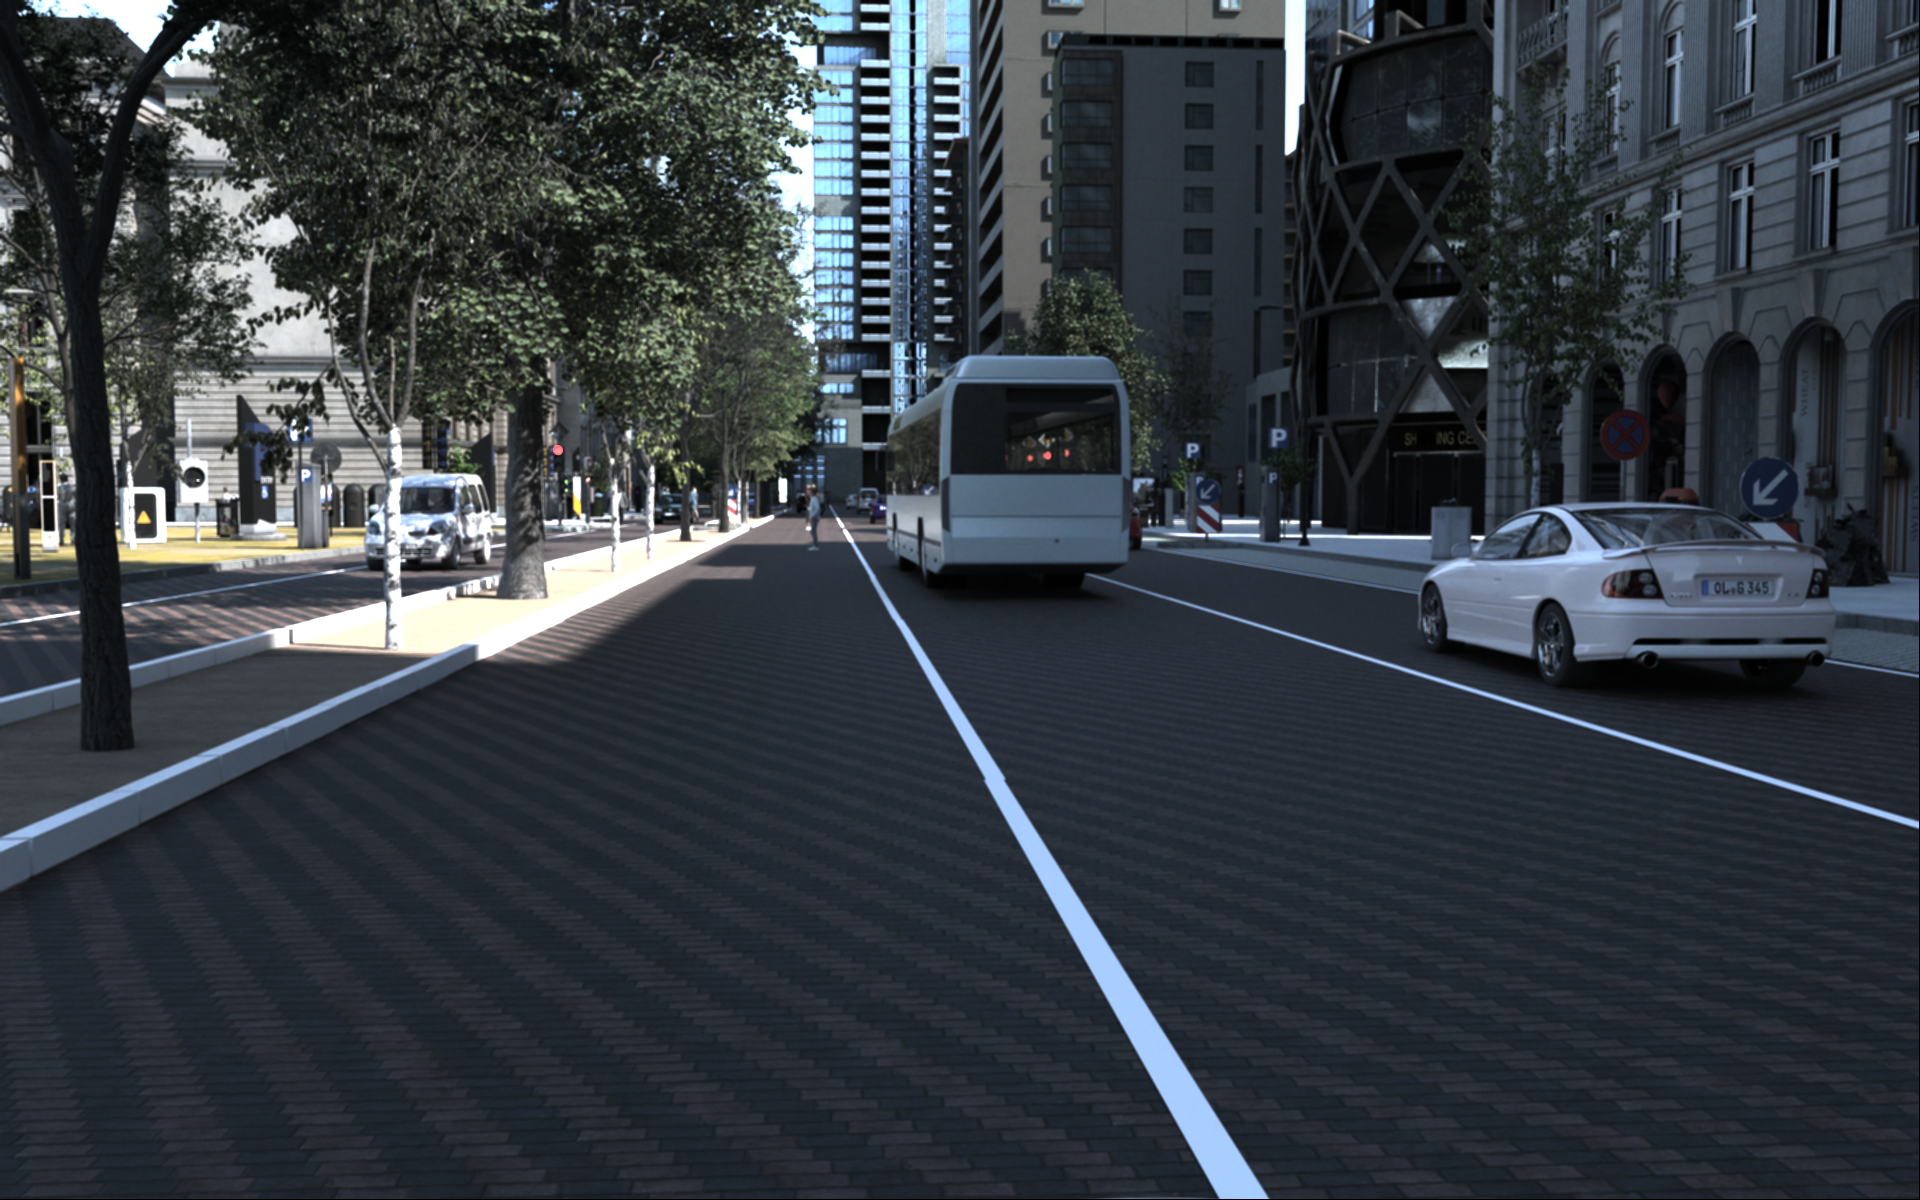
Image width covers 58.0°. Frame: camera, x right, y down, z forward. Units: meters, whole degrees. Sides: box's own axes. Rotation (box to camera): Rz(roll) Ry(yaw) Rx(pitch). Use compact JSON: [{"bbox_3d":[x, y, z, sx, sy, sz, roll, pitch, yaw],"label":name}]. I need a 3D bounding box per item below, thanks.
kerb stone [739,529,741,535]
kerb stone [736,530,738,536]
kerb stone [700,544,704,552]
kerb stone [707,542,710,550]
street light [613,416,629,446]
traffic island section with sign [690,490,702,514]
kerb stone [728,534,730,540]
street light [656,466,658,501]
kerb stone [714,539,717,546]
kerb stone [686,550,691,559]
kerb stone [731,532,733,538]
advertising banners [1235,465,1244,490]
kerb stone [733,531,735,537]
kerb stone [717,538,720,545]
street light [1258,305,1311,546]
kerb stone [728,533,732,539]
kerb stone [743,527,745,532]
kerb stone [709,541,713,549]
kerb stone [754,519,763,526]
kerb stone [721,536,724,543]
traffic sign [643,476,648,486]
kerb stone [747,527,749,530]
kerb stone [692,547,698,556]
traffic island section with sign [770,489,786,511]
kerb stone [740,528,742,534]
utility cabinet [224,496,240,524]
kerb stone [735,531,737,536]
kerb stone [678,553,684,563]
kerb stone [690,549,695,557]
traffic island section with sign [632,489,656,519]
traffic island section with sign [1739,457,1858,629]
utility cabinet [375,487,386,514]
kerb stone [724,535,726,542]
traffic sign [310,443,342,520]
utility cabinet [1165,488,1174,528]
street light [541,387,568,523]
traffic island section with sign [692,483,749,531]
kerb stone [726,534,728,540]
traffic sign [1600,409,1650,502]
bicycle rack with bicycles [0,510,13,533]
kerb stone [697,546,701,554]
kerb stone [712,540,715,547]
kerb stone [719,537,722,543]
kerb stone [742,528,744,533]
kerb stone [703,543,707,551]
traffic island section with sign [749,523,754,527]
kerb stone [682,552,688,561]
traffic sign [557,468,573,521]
[{"bbox_3d":[-7.773,-2.316,60.117,0.120,0.150,1.000,0,4,-5],"label":"kerb stone"},{"bbox_3d":[-7.616,-2.193,58.079,0.120,0.150,1.000,0,4,-5],"label":"kerb stone"},{"bbox_3d":[-6.321,-1.195,41.734,0.120,0.150,1.000,0,4,-5],"label":"kerb stone"},{"bbox_3d":[-6.475,-1.318,43.774,0.120,0.150,1.000,0,4,-5],"label":"kerb stone"},{"bbox_3d":[-19.870,-7.926,102.128,1.470,5.913,1.316,0,4,-5],"label":"street light"},{"bbox_3d":[-20.000,-7.257,127.278,1.989,1.847,2.006,0,4,-5],"label":"traffic island section with sign"},{"bbox_3d":[-7.211,-1.882,52.973,0.120,0.150,1.000,0,4,-5],"label":"kerb stone"},{"bbox_3d":[-21.930,-9.536,128.449,1.470,5.913,1.316,0,4,-5],"label":"street light"},{"bbox_3d":[-6.725,-1.508,46.850,0.120,0.150,1.000,0,4,-5],"label":"kerb stone"},{"bbox_3d":[-5.998,-0.933,37.636,0.120,0.150,1.000,0,4,-5],"label":"kerb stone"},{"bbox_3d":[-7.365,-2.008,55.019,0.120,0.150,1.000,0,4,-5],"label":"kerb stone"},{"bbox_3d":[17.755,-6.677,105.353,2.074,3.025,0.090,2,4,24],"label":"advertising banners"},{"bbox_3d":[-7.460,-2.066,56.042,0.120,0.150,1.000,0,4,-5],"label":"kerb stone"},{"bbox_3d":[-6.804,-1.569,47.877,0.120,0.150,1.000,0,4,-5],"label":"kerb stone"},{"bbox_3d":[7.989,-4.289,42.666,1.470,5.913,1.316,0,4,-5],"label":"street light"},{"bbox_3d":[-7.285,-1.945,54.000,0.120,0.150,1.000,0,4,-5],"label":"kerb stone"},{"bbox_3d":[-8.016,-2.507,63.183,0.120,0.150,1.000,0,4,-5],"label":"kerb stone"},{"bbox_3d":[-6.555,-1.383,44.803,0.120,0.150,1.000,0,4,-5],"label":"kerb stone"},{"bbox_3d":[-9.428,-3.601,81.072,0.120,0.150,1.000,0,4,-5],"label":"kerb stone"},{"bbox_3d":[-6.962,-1.693,49.916,0.120,0.150,1.000,0,4,-5],"label":"kerb stone"},{"bbox_3d":[-21.626,-7.355,120.355,0.768,2.556,0.104,0,4,3],"label":"traffic sign"},{"bbox_3d":[-8.264,-2.695,66.251,0.120,0.150,1.000,0,4,-5],"label":"kerb stone"},{"bbox_3d":[-6.152,-1.063,39.682,0.120,0.150,1.000,0,4,-5],"label":"kerb stone"},{"bbox_3d":[-15.979,-8.703,150.427,2.006,1.907,1.989,0,4,-5],"label":"traffic island section with sign"},{"bbox_3d":[-7.852,-2.382,61.144,0.120,0.150,1.000,0,4,-5],"label":"kerb stone"},{"bbox_3d":[-31.191,-3.888,74.737,1.020,1.237,0.306,-3,5,-41],"label":"utility cabinet"},{"bbox_3d":[-7.530,-2.132,57.061,0.120,0.150,1.000,0,4,-5],"label":"kerb stone"},{"bbox_3d":[-5.825,-0.818,35.590,0.120,0.150,1.000,0,4,-5],"label":"kerb stone"},{"bbox_3d":[-6.069,-1.002,38.664,0.120,0.150,1.000,0,4,-5],"label":"kerb stone"},{"bbox_3d":[-17.848,-5.592,100.065,1.989,1.847,2.006,0,4,-5],"label":"traffic island section with sign"},{"bbox_3d":[8.446,-0.646,19.194,1.989,1.847,2.006,0,4,-5],"label":"traffic island section with sign"},{"bbox_3d":[-17.568,-2.767,53.911,1.173,1.500,0.318,-3,5,-39],"label":"utility cabinet"},{"bbox_3d":[-7.041,-1.758,50.935,0.120,0.150,1.000,0,4,-5],"label":"kerb stone"},{"bbox_3d":[-15.760,-2.628,43.071,0.768,2.556,0.104,0,4,-4],"label":"traffic sign"},{"bbox_3d":[7.910,-3.463,65.293,0.318,1.500,1.173,1,4,8],"label":"utility cabinet"},{"bbox_3d":[-17.737,-6.293,75.439,1.470,5.913,1.316,0,4,-5],"label":"street light"},{"bbox_3d":[-9.461,-3.670,68.138,2.006,1.907,1.989,0,4,-5],"label":"traffic island section with sign"},{"bbox_3d":[-7.115,-1.820,51.956,0.120,0.150,1.000,0,4,-5],"label":"kerb stone"},{"bbox_3d":[10.000,-1.592,26.130,0.768,2.556,0.104,0,4,-3],"label":"traffic sign"},{"bbox_3d":[-33.001,-2.699,57.515,2.925,0.926,2.852,2,4,26],"label":"bicycle rack with bicycles"},{"bbox_3d":[-6.238,-1.132,40.704,0.120,0.150,1.000,0,4,-5],"label":"kerb stone"},{"bbox_3d":[-6.640,-1.445,45.829,0.120,0.150,1.000,0,4,-5],"label":"kerb stone"},{"bbox_3d":[-6.889,-1.633,48.895,0.120,0.150,1.000,0,4,-5],"label":"kerb stone"},{"bbox_3d":[-7.933,-2.445,62.164,0.120,0.150,1.000,0,4,-5],"label":"kerb stone"},{"bbox_3d":[-6.401,-1.257,42.753,0.120,0.150,1.000,0,4,-5],"label":"kerb stone"},{"bbox_3d":[-10.036,-4.122,75.523,2.006,1.907,1.989,0,4,-5],"label":"traffic island section with sign"},{"bbox_3d":[-5.904,-0.882,36.609,0.120,0.150,1.000,0,4,-5],"label":"kerb stone"},{"bbox_3d":[-18.940,-5.077,83.108,0.768,2.556,0.104,0,4,3],"label":"traffic sign"}]
